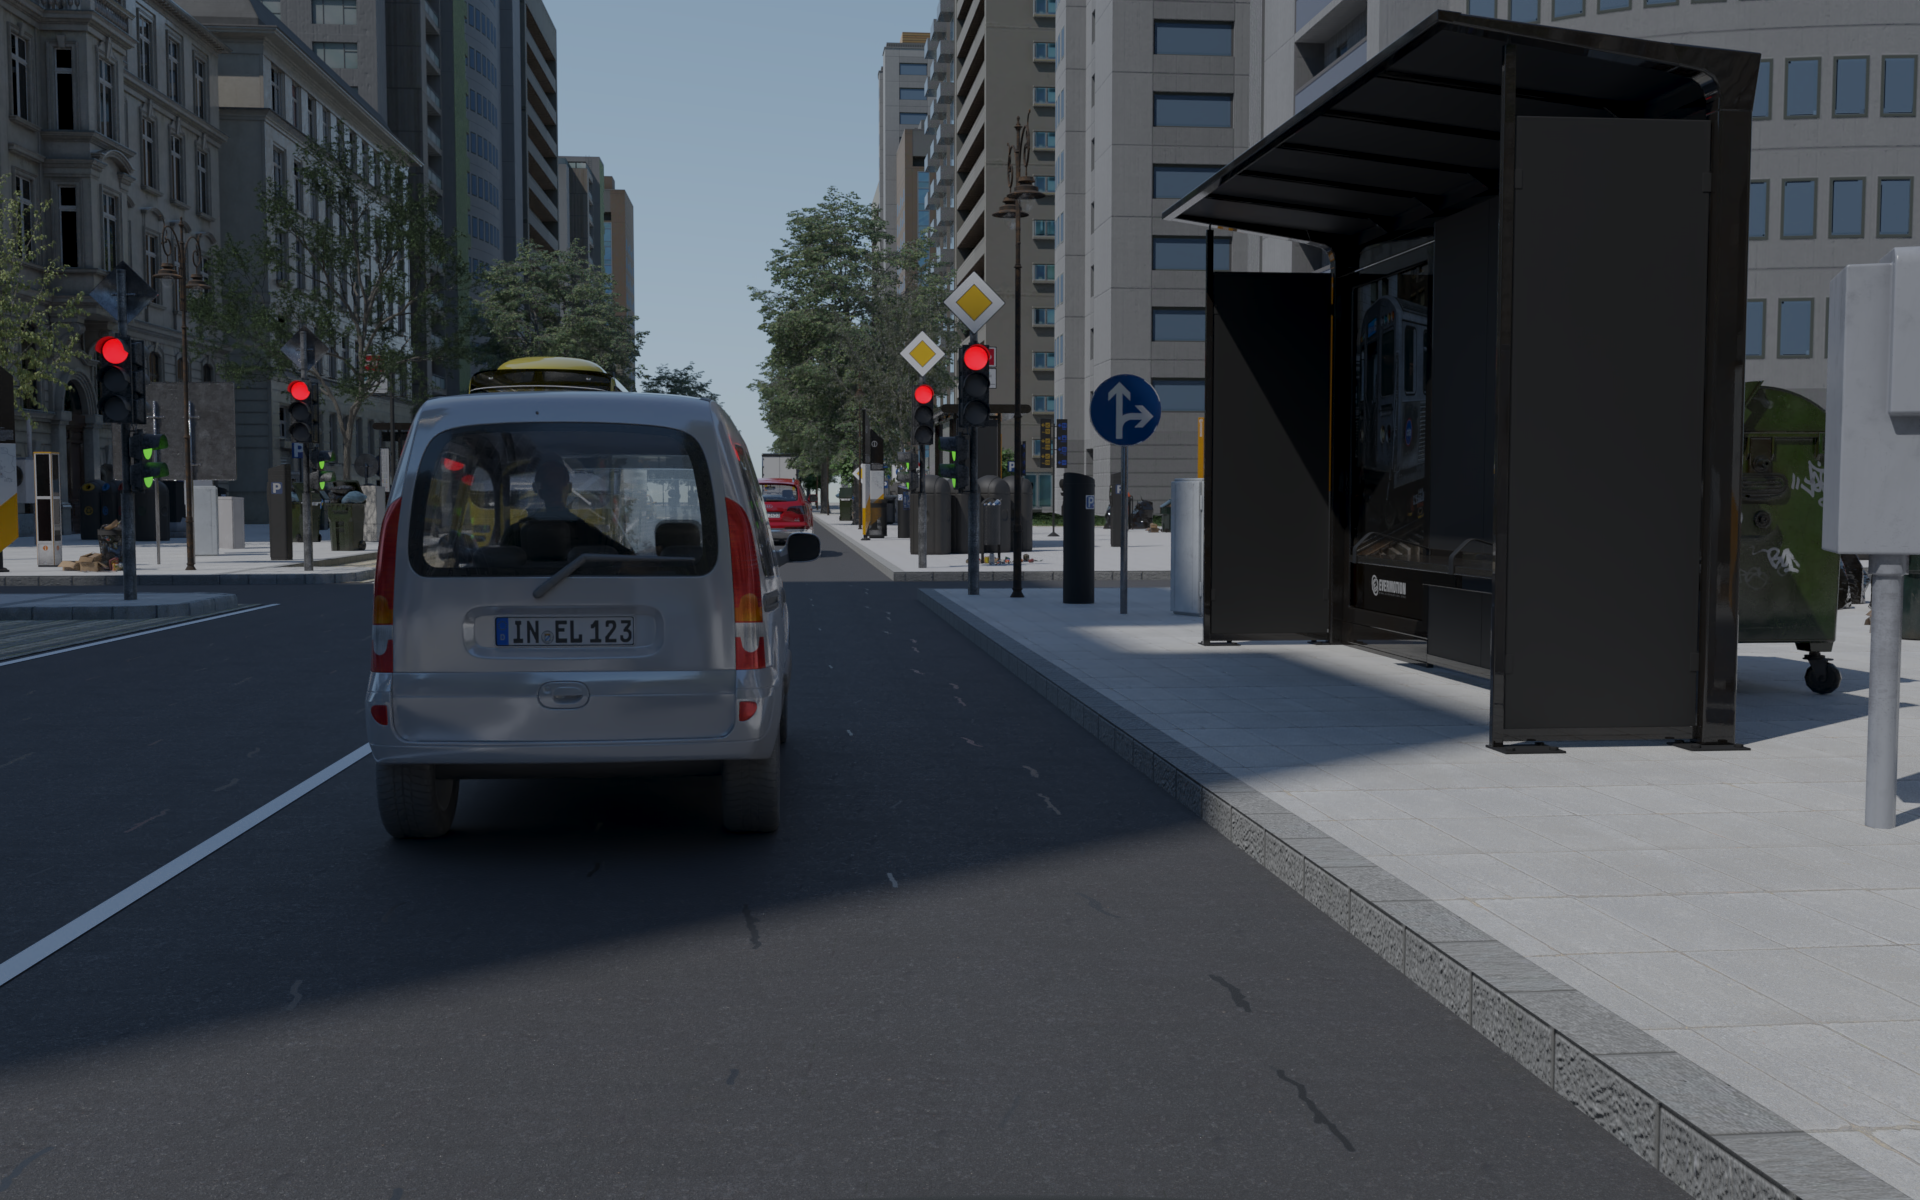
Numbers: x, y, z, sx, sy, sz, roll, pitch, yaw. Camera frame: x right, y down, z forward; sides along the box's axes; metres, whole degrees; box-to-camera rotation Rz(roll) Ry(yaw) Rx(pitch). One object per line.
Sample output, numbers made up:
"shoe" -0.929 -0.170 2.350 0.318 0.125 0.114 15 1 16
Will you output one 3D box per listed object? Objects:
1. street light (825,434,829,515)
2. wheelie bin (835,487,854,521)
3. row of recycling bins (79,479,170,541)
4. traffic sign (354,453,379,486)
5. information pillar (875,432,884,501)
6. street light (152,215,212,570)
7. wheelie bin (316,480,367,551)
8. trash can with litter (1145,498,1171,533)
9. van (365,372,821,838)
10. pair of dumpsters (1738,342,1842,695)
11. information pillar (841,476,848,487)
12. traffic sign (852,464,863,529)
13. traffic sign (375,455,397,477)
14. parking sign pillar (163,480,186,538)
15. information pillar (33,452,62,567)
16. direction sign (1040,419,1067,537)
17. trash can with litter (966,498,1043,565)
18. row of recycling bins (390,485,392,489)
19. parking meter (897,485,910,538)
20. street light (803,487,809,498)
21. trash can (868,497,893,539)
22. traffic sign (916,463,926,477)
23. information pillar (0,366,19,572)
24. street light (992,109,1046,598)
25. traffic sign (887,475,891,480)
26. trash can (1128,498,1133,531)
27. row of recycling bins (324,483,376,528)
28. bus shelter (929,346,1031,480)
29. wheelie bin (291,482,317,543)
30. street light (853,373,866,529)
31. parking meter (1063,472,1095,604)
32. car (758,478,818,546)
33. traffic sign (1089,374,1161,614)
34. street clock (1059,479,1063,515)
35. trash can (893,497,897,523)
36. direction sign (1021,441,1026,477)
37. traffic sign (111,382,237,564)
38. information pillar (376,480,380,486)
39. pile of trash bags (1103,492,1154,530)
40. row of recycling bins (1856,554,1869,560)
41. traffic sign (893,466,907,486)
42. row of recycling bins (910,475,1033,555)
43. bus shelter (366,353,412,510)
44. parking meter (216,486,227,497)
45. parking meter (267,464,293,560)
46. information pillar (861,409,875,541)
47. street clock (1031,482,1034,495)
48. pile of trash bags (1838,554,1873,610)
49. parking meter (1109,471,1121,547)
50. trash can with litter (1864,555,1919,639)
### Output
"street light" -7.941 -8.036 104.174 0.468 5.910 1.993 0 4 -6
"wheelie bin" -5.446 -4.560 82.469 0.980 1.594 0.693 0 4 2
"row of recycling bins" -23.194 -2.507 48.109 3.534 1.692 1.069 2 4 33
"traffic sign" -18.555 -3.306 54.152 0.768 2.556 0.104 0 4 0
"information pillar" -2.964 -4.290 61.492 0.504 3.616 0.183 -1 4 -19
"street light" -12.973 -3.440 29.029 0.468 5.910 1.993 0 4 -6
"wheelie bin" -13.827 -1.907 39.086 0.980 1.594 0.693 1 4 11
"trash can with litter" 6.734 -2.825 57.577 1.055 1.170 0.624 -1 4 -14
"van" -1.698 -0.099 8.638 2.013 2.044 4.112 0 4 -5
"pair of dumpsters" 4.792 -0.643 13.006 1.574 2.255 4.437 0 4 -6
"information pillar" -6.046 -6.070 90.591 0.504 3.616 0.183 -3 5 -41
"traffic sign" -3.581 -3.836 63.909 0.795 2.450 0.064 0 4 3
"traffic sign" -18.121 -3.330 54.548 0.768 2.556 0.104 0 4 0
"parking sign pillar" -22.982 -3.837 51.201 1.447 3.967 1.447 1 4 10
"information pillar" -16.015 -1.586 30.423 0.304 2.012 0.304 0 4 -2
"direction sign" 2.825 -3.683 52.209 0.876 3.537 0.379 -1 4 -20
"trash can with litter" 0.903 -1.305 32.387 1.678 1.210 2.233 3 5 39
"row of recycling bins" -24.989 -4.134 74.699 1.069 1.692 3.534 2 4 29
"parking meter" -1.628 -2.561 50.277 0.372 1.533 0.369 0 3 0
"street light" -15.795 -12.702 180.465 0.468 5.910 1.993 0 4 -6
"trash can" -2.412 -2.356 50.179 0.748 1.137 0.748 0 3 0
"traffic sign" -1.606 -3.912 63.971 0.884 2.594 0.081 0 4 -5
"information pillar" -15.719 -2.260 28.314 0.504 3.616 0.183 -3 5 -42
"street light" 0.712 -2.970 21.348 0.468 5.910 1.993 0 4 -6
"traffic sign" -4.584 -6.424 105.144 0.768 2.556 0.104 0 3 0
"trash can" 5.577 -2.933 59.608 0.748 1.137 0.748 0 3 0
"row of recycling bins" -23.923 -3.606 66.073 3.534 1.692 1.069 0 4 -7
"bus shelter" 0.188 -4.092 44.540 2.179 5.291 8.768 0 4 -6
"wheelie bin" -17.460 -2.333 46.056 0.693 1.594 0.980 3 4 38
"street light" -3.621 -5.496 62.645 0.468 5.910 1.993 0 4 -6
"parking meter" 1.395 -0.729 20.328 0.372 1.533 0.369 0 3 0
"car" -4.504 -1.983 41.093 2.281 1.827 5.304 0 4 -5
"traffic sign" 1.755 -1.124 18.487 0.768 2.556 0.104 0 4 1
"street clock" 4.932 -4.758 82.359 0.358 2.002 0.471 3 4 38
"trash can" -3.065 -3.785 73.546 0.748 1.137 0.748 0 3 0
"direction sign" 2.651 -5.033 74.293 0.379 3.537 0.876 -1 4 -19
"traffic sign" -14.281 -2.299 31.464 2.265 3.308 0.079 0 4 1
"information pillar" -29.580 -5.133 88.423 0.304 2.012 0.304 2 4 23
"pile of trash bags" 6.149 -3.293 63.592 1.912 1.369 3.447 0 4 8
"row of recycling bins" 18.799 -1.645 34.009 3.534 1.692 1.069 0 4 -8
"traffic sign" -2.087 -3.598 60.957 0.606 2.300 0.079 0 4 -2
"row of recycling bins" 0.328 -1.872 37.728 1.069 1.692 3.534 3 5 43
"bus shelter" -16.295 -4.562 52.226 2.179 5.291 8.768 0 4 -6
"parking meter" -24.402 -2.987 57.241 0.372 1.533 0.369 0 3 0
"parking meter" -13.187 -1.704 33.579 0.399 1.863 0.255 0 4 6
"information pillar" -2.592 -3.456 47.855 0.183 3.616 0.504 1 4 14
"street clock" 4.279 -6.145 105.045 0.358 2.002 0.471 1 4 21
"pile of trash bags" 10.766 -0.643 20.260 1.912 1.369 3.447 3 5 42
"parking meter" 3.830 -2.217 41.954 0.399 1.863 0.255 -1 4 -10
"trash can with litter" 8.450 -0.253 15.531 0.624 1.170 1.055 0 4 3
